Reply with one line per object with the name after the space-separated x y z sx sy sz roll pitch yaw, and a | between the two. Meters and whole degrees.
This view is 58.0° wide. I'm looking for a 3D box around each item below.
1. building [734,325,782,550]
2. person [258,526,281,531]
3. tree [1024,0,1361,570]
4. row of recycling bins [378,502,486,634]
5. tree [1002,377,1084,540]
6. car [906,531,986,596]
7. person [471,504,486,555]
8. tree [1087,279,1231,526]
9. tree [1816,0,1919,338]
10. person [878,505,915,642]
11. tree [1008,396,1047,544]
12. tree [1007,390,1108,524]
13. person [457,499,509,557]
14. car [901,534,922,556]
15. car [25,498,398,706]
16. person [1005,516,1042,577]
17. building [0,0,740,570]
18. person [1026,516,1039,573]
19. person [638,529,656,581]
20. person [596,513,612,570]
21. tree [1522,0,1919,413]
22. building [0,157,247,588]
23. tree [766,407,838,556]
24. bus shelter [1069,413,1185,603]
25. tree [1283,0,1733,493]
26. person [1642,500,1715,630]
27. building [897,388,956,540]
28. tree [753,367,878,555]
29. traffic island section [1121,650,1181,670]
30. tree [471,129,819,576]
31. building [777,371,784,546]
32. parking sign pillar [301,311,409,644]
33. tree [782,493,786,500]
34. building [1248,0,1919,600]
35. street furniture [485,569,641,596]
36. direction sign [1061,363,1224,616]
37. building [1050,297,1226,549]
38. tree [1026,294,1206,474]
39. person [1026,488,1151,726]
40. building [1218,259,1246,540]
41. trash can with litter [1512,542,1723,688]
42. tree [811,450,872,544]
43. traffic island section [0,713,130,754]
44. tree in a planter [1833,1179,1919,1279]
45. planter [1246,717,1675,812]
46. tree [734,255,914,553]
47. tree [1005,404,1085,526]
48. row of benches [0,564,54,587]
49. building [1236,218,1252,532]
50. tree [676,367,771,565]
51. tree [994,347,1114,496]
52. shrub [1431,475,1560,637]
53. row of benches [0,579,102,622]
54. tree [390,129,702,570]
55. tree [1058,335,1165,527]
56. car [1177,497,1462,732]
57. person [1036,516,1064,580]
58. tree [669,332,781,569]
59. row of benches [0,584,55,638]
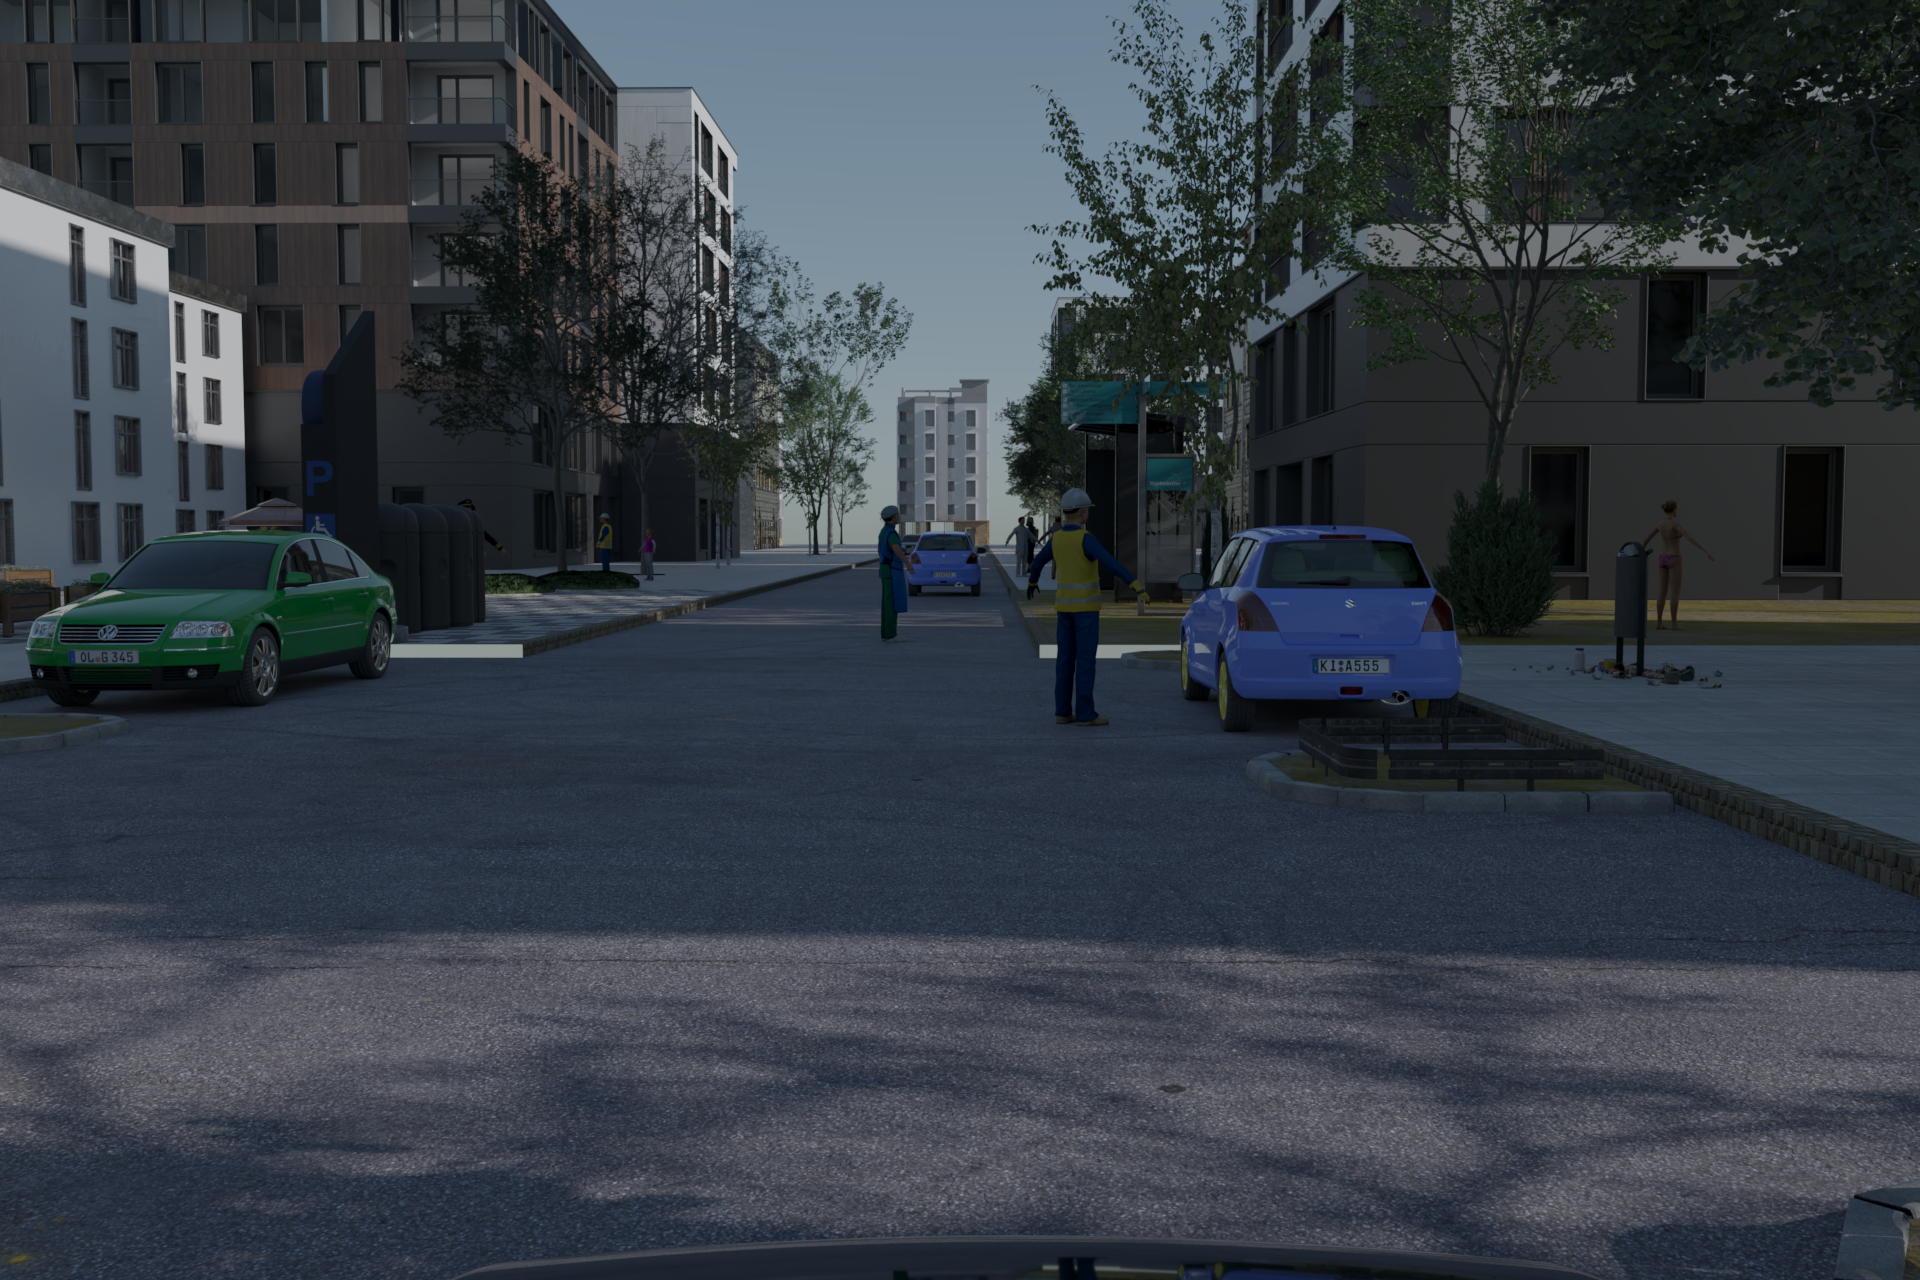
-25.378 -19.197 144.804 19.493 23.208 18.063 0 3 0 | building
-17.421 -2.329 43.843 1.354 1.858 0.705 1 4 10 | person
3.057 -4.380 21.971 4.737 8.622 4.395 0 3 0 | tree
-7.329 -1.017 23.744 1.069 1.692 3.534 0 4 2 | row of recycling bins
6.641 -12.614 124.369 7.486 12.596 7.792 0 3 0 | tree
-0.342 -1.930 41.149 1.945 1.707 3.694 0 4 1 | car
-8.698 -1.508 30.807 0.704 1.843 1.345 -2 4 -28 | person
5.621 -6.070 49.604 4.737 8.622 4.395 0 3 0 | tree
17.738 -6.234 27.677 9.928 11.665 9.643 0 3 0 | tree
-0.893 -0.889 23.116 0.704 1.817 1.347 -1 4 -18 | person
11.658 -22.199 218.844 12.611 20.169 13.585 0 3 0 | tree
6.388 -10.001 97.930 7.601 10.594 8.767 -3 5 -45 | tree
-7.837 -1.320 27.511 1.347 1.837 0.705 -3 5 -41 | person
-2.776 -5.760 103.955 2.009 1.686 4.222 0 4 0 | car
-6.643 -0.429 15.811 1.959 1.807 4.718 0 4 1 | car
1.870 -2.796 51.896 1.347 1.806 0.705 -2 4 -34 | person
-26.180 -14.292 77.642 27.936 21.610 32.646 0 4 1 | building
2.275 -3.113 56.678 0.705 1.856 1.354 1 4 22 | person
-8.617 -2.353 47.732 0.599 1.433 0.991 -2 4 -35 | person
-9.477 -2.456 46.129 0.705 1.833 1.349 0 4 -3 | person
8.624 -6.503 12.987 9.857 13.997 8.962 0 3 0 | tree
-25.856 -6.424 47.179 9.099 9.664 28.070 0 4 0 | building
-8.829 -9.099 99.139 4.737 8.622 4.395 0 3 0 | tree
3.323 -2.686 35.203 1.731 3.624 6.357 0 4 -1 | bus shelter
8.958 -6.281 28.442 9.928 11.665 9.643 0 3 0 | tree
9.562 -1.002 23.189 0.721 1.733 1.217 -2 4 -26 | person
-7.516 -21.864 216.357 11.380 20.090 16.016 0 4 7 | building
-8.834 -11.064 106.648 9.928 11.665 9.643 0 3 0 | tree
2.799 0.228 19.131 1.991 0.108 1.994 0 4 1 | traffic island section
-9.779 -8.748 53.396 12.009 13.543 11.850 0 3 0 | tree
-24.926 -19.856 181.070 16.016 20.090 11.380 0 4 1 | building
-7.281 -1.951 20.366 1.447 3.967 1.447 0 4 2 | parking sign pillar
-23.176 -16.172 214.770 4.360 8.622 3.978 0 3 0 | tree
21.839 -12.547 49.121 27.936 21.610 32.646 0 4 0 | building
-12.237 -1.387 38.303 10.072 0.657 5.734 0 4 -7 | street furniture
2.837 -2.309 26.522 2.525 3.948 1.411 0 4 1 | direction sign
22.491 -19.685 165.820 27.936 21.610 32.646 0 4 0 | building
6.608 -9.056 73.822 9.928 11.665 9.643 0 3 0 | tree
0.935 -0.253 13.053 0.721 1.772 1.216 -3 5 -44 | person
25.359 -16.293 97.312 19.493 23.208 18.063 0 4 1 | building
6.023 -0.268 15.437 1.678 1.210 2.233 0 4 0 | trash can with litter
-14.890 -17.682 214.858 9.928 11.665 9.643 0 3 0 | tree
-6.999 0.662 12.049 1.991 0.108 1.994 0 4 0 | traffic island section
2.562 -0.331 2.633 1.991 3.239 1.994 0 4 0 | tree in a planter
2.693 0.686 9.921 1.991 0.319 1.994 0 3 0 | planter
-10.378 -16.123 119.495 12.611 20.169 13.585 0 3 0 | tree
6.382 -10.903 112.680 7.601 10.594 8.767 0 4 -5 | tree
-19.933 -1.141 34.121 1.422 0.672 4.104 2 4 27 | row of benches
23.609 -15.167 78.903 19.493 23.208 18.063 0 4 0 | building
-9.506 -7.379 71.010 4.360 8.622 3.978 0 3 0 | tree
5.795 -9.312 86.666 7.601 10.594 8.767 2 4 27 | tree
6.715 -1.062 21.784 1.690 2.028 1.600 0 3 0 | shrub
-12.290 -0.579 24.923 1.422 0.672 4.104 2 4 35 | row of benches
-9.782 -6.517 40.967 7.601 10.594 8.767 -2 4 -26 | tree
5.665 -6.966 64.259 4.360 8.622 3.978 0 3 0 | tree
2.749 -0.260 13.841 1.945 1.707 3.694 0 4 1 | car
2.776 -2.607 48.902 1.348 1.796 0.705 1 4 18 | person
-8.720 -6.945 63.908 4.737 8.622 4.395 0 3 0 | tree
-12.111 -0.302 20.405 1.422 0.672 4.104 0 4 2 | row of benches
